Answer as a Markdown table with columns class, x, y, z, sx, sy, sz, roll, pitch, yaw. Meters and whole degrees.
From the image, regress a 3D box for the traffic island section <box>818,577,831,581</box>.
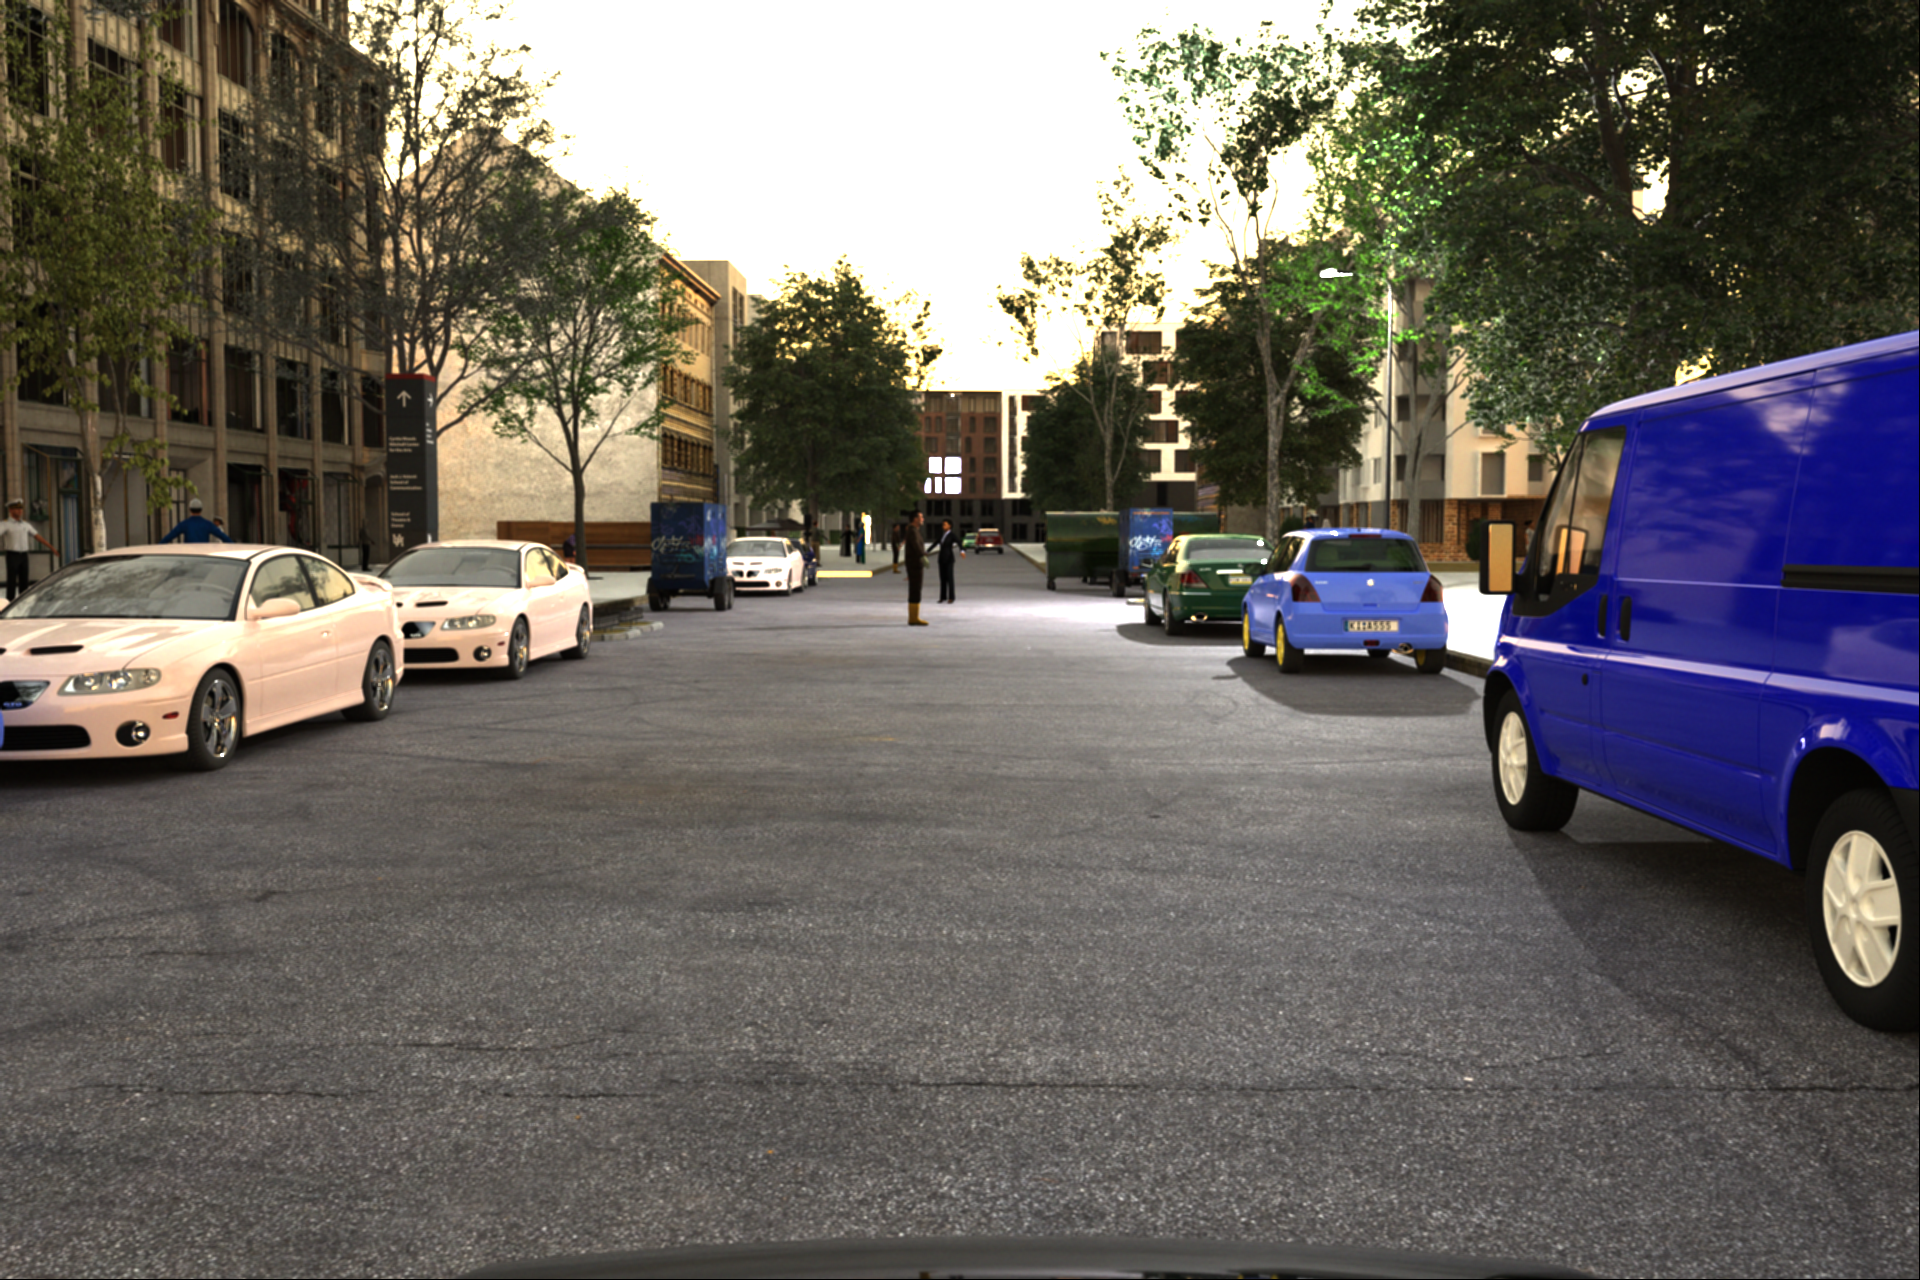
| class | x | y | z | sx | sy | sz | roll | pitch | yaw |
| --- | --- | --- | --- | --- | --- | --- | --- | --- | --- |
| traffic island section | -4.994 | -1.864 | 53.337 | 1.991 | 0.108 | 1.994 | 0 | 4 | 1 |

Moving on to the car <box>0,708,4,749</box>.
| class | x | y | z | sx | sy | sz | roll | pitch | yaw |
| --- | --- | --- | --- | --- | --- | --- | --- | --- | --- |
| car | -5.770 | 0.143 | 7.260 | 1.945 | 1.707 | 3.694 | 0 | 4 | 1 |

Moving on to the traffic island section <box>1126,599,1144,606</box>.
| class | x | y | z | sx | sy | sz | roll | pitch | yaw |
| --- | --- | --- | --- | --- | --- | --- | --- | --- | --- |
| traffic island section | 4.411 | -0.759 | 35.277 | 1.991 | 0.108 | 1.994 | 0 | 4 | 1 |

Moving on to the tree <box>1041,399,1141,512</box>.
| class | x | y | z | sx | sy | sz | roll | pitch | yaw |
| --- | --- | --- | --- | --- | --- | --- | --- | --- | --- |
| tree | 9.426 | -12.351 | 127.697 | 9.928 | 11.665 | 9.643 | 0 | 3 | 0 |

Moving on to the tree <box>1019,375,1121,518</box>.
| class | x | y | z | sx | sy | sz | roll | pitch | yaw |
| --- | --- | --- | --- | --- | --- | --- | --- | --- | --- |
| tree | 9.431 | -14.220 | 139.155 | 9.857 | 13.997 | 8.962 | 0 | 3 | 0 |

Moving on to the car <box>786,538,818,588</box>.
| class | x | y | z | sx | sy | sz | roll | pitch | yaw |
| --- | --- | --- | --- | --- | --- | --- | --- | --- | --- |
| car | -4.865 | -2.097 | 46.872 | 1.945 | 1.354 | 3.894 | 0 | 4 | 1 |

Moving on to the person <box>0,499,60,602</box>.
| class | x | y | z | sx | sy | sz | roll | pitch | yaw |
| --- | --- | --- | --- | --- | --- | --- | --- | --- | --- |
| person | -15.372 | -1.375 | 28.267 | 0.704 | 1.855 | 1.343 | 2 | 4 | 26 |

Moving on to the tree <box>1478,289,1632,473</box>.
| class | x | y | z | sx | sy | sz | roll | pitch | yaw |
| --- | --- | --- | --- | --- | --- | --- | --- | --- | --- |
| tree | 25.092 | -8.895 | 71.191 | 9.928 | 11.665 | 9.643 | 0 | 3 | 0 |

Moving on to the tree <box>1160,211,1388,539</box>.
| class | x | y | z | sx | sy | sz | roll | pitch | yaw |
| --- | --- | --- | --- | --- | --- | --- | --- | --- | --- |
| tree | 12.650 | -10.005 | 70.230 | 9.857 | 13.997 | 8.962 | 0 | 3 | 0 |

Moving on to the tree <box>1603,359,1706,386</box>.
| class | x | y | z | sx | sy | sz | roll | pitch | yaw |
| --- | --- | --- | --- | --- | --- | --- | --- | --- | --- |
| tree | 25.400 | -6.834 | 62.100 | 4.360 | 8.622 | 3.978 | 0 | 3 | 0 |

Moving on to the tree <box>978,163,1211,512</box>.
| class | x | y | z | sx | sy | sz | roll | pitch | yaw |
| --- | --- | --- | --- | --- | --- | --- | --- | --- | --- |
| tree | 7.331 | -14.404 | 91.402 | 12.611 | 20.169 | 13.585 | 0 | 3 | 0 |

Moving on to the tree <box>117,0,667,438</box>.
| class | x | y | z | sx | sy | sz | roll | pitch | yaw |
| --- | --- | --- | --- | --- | --- | --- | --- | --- | --- |
| tree | -11.174 | -7.619 | 34.935 | 12.009 | 13.543 | 11.850 | 0 | 3 | 0 |

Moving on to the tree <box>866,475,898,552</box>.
| class | x | y | z | sx | sy | sz | roll | pitch | yaw |
| --- | --- | --- | --- | --- | --- | --- | --- | --- | --- |
| tree | -6.172 | -10.797 | 126.895 | 4.360 | 8.622 | 3.978 | 0 | 3 | 0 |

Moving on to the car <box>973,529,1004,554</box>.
| class | x | y | z | sx | sy | sz | roll | pitch | yaw |
| --- | --- | --- | --- | --- | --- | --- | --- | --- | --- |
| car | 2.105 | -7.198 | 126.358 | 2.281 | 1.827 | 5.304 | 0 | 3 | 0 |

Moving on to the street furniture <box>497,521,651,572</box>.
| class | x | y | z | sx | sy | sz | roll | pitch | yaw |
| --- | --- | --- | --- | --- | --- | --- | --- | --- | --- |
| street furniture | -13.986 | -3.444 | 63.156 | 11.010 | 1.723 | 9.812 | 1 | 4 | 8 |

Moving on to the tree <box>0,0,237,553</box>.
| class | x | y | z | sx | sy | sz | roll | pitch | yaw |
| --- | --- | --- | --- | --- | --- | --- | --- | --- | --- |
| tree | -11.288 | -4.399 | 22.282 | 4.737 | 8.622 | 4.395 | 0 | 3 | 0 |

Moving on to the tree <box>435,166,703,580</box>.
| class | x | y | z | sx | sy | sz | roll | pitch | yaw |
| --- | --- | --- | --- | --- | --- | --- | --- | --- | --- |
| tree | -10.905 | -7.538 | 49.001 | 9.928 | 11.665 | 9.643 | 0 | 3 | 0 |

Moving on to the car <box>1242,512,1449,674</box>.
| class | x | y | z | sx | sy | sz | roll | pitch | yaw |
| --- | --- | --- | --- | --- | --- | --- | --- | --- | --- |
| car | 4.143 | -0.581 | 19.092 | 1.945 | 1.707 | 3.694 | 0 | 4 | 1 |

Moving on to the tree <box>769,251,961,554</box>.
| class | x | y | z | sx | sy | sz | roll | pitch | yaw |
| --- | --- | --- | --- | --- | --- | --- | --- | --- | --- |
| tree | -6.315 | -15.817 | 114.505 | 12.611 | 20.169 | 13.585 | 0 | 3 | 0 |

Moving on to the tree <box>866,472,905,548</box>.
| class | x | y | z | sx | sy | sz | roll | pitch | yaw |
| --- | --- | --- | --- | --- | --- | --- | --- | --- | --- |
| tree | -6.286 | -11.923 | 145.309 | 4.737 | 8.622 | 4.395 | 0 | 3 | 0 |

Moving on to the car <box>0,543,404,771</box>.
| class | x | y | z | sx | sy | sz | roll | pitch | yaw |
| --- | --- | --- | --- | --- | --- | --- | --- | --- | --- |
| car | -5.381 | 0.023 | 11.987 | 2.083 | 1.381 | 4.827 | 0 | 4 | 1 |

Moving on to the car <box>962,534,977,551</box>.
| class | x | y | z | sx | sy | sz | roll | pitch | yaw |
| --- | --- | --- | --- | --- | --- | --- | --- | --- | --- |
| car | 1.121 | -8.280 | 144.171 | 1.959 | 1.807 | 4.718 | 0 | 4 | 1 |

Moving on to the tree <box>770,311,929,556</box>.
| class | x | y | z | sx | sy | sz | roll | pitch | yaw |
| --- | --- | --- | --- | --- | --- | --- | --- | --- | --- |
| tree | -6.657 | -11.775 | 99.170 | 9.857 | 13.997 | 8.962 | 0 | 3 | 0 |

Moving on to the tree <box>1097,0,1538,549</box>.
| class | x | y | z | sx | sy | sz | roll | pitch | yaw |
| --- | --- | --- | --- | --- | --- | --- | --- | --- | --- |
| tree | 11.052 | -12.149 | 54.523 | 12.611 | 20.169 | 13.585 | 0 | 3 | 0 |

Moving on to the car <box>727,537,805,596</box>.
| class | x | y | z | sx | sy | sz | roll | pitch | yaw |
| --- | --- | --- | --- | --- | --- | --- | --- | --- | --- |
| car | -4.804 | -1.777 | 41.414 | 2.083 | 1.381 | 4.827 | 0 | 4 | 1 |

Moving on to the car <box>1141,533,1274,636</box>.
| class | x | y | z | sx | sy | sz | roll | pitch | yaw |
| --- | --- | --- | --- | --- | --- | --- | --- | --- | --- |
| car | 3.823 | -0.859 | 25.849 | 2.131 | 1.459 | 4.920 | 0 | 4 | 0 |

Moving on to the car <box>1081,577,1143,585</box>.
| class | x | y | z | sx | sy | sz | roll | pitch | yaw |
| --- | --- | --- | --- | --- | --- | --- | --- | --- | --- |
| car | 4.495 | -2.515 | 50.158 | 2.155 | 1.783 | 4.494 | 0 | 4 | 0 |

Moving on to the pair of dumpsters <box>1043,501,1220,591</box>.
| class | x | y | z | sx | sy | sz | roll | pitch | yaw |
| --- | --- | --- | --- | --- | --- | --- | --- | --- | --- |
| pair of dumpsters | 4.343 | -2.402 | 44.217 | 4.436 | 2.255 | 1.574 | 0 | 4 | 0 |

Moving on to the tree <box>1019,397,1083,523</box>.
| class | x | y | z | sx | sy | sz | roll | pitch | yaw |
| --- | --- | --- | --- | --- | --- | --- | --- | --- | --- |
| tree | 9.479 | -15.026 | 152.323 | 9.857 | 13.997 | 8.962 | 0 | 3 | 0 |

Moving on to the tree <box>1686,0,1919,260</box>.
| class | x | y | z | sx | sy | sz | roll | pitch | yaw |
| --- | --- | --- | --- | --- | --- | --- | --- | --- | --- |
| tree | 9.540 | -4.879 | 14.188 | 7.601 | 10.594 | 8.767 | -2 | 4 | -23 |

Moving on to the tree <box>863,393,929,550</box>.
| class | x | y | z | sx | sy | sz | roll | pitch | yaw |
| --- | --- | --- | --- | --- | --- | --- | --- | --- | --- |
| tree | -6.085 | -13.399 | 137.198 | 7.486 | 12.596 | 7.792 | 0 | 3 | 0 |

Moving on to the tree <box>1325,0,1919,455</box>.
| class | x | y | z | sx | sy | sz | roll | pitch | yaw |
| --- | --- | --- | --- | --- | --- | --- | --- | --- | --- |
| tree | 10.036 | -7.206 | 24.480 | 9.857 | 13.997 | 8.962 | 0 | 3 | 0 |

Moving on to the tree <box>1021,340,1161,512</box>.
| class | x | y | z | sx | sy | sz | roll | pitch | yaw |
| --- | --- | --- | --- | --- | --- | --- | --- | --- | --- |
| tree | 8.728 | -12.781 | 115.630 | 9.857 | 13.997 | 8.962 | 0 | 3 | 0 |

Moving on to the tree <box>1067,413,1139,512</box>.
| class | x | y | z | sx | sy | sz | roll | pitch | yaw |
| --- | --- | --- | --- | --- | --- | --- | --- | --- | --- |
| tree | 8.112 | -9.456 | 104.960 | 4.360 | 8.622 | 3.978 | 0 | 3 | 0 |

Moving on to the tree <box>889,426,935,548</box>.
| class | x | y | z | sx | sy | sz | roll | pitch | yaw |
| --- | --- | --- | --- | --- | --- | --- | --- | --- | --- |
| tree | -6.015 | -14.368 | 160.676 | 9.928 | 11.665 | 9.643 | 0 | 3 | 0 |

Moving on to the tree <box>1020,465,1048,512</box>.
| class | x | y | z | sx | sy | sz | roll | pitch | yaw |
| --- | --- | --- | --- | --- | --- | --- | --- | --- | --- |
| tree | 9.138 | -14.085 | 164.708 | 7.601 | 10.594 | 8.767 | 0 | 4 | -6 |

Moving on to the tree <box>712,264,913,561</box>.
| class | x | y | z | sx | sy | sz | roll | pitch | yaw |
| --- | --- | --- | --- | --- | --- | --- | --- | --- | --- |
| tree | -6.956 | -10.790 | 83.076 | 9.857 | 13.997 | 8.962 | 0 | 3 | 0 |

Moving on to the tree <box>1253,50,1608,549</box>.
| class | x | y | z | sx | sy | sz | roll | pitch | yaw |
| --- | --- | --- | --- | --- | --- | --- | --- | --- | --- |
| tree | 9.995 | -6.848 | 37.725 | 9.928 | 11.665 | 9.643 | 0 | 3 | 0 |

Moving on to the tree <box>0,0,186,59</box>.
| class | x | y | z | sx | sy | sz | roll | pitch | yaw |
| --- | --- | --- | --- | --- | --- | --- | --- | --- | --- |
| tree | -11.412 | -6.294 | 13.277 | 12.009 | 13.543 | 11.850 | 0 | 3 | 0 |

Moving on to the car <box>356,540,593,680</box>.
| class | x | y | z | sx | sy | sz | roll | pitch | yaw |
| --- | --- | --- | --- | --- | --- | --- | --- | --- | --- |
| car | -5.231 | -0.378 | 18.549 | 2.083 | 1.381 | 4.827 | 0 | 4 | 1 |
